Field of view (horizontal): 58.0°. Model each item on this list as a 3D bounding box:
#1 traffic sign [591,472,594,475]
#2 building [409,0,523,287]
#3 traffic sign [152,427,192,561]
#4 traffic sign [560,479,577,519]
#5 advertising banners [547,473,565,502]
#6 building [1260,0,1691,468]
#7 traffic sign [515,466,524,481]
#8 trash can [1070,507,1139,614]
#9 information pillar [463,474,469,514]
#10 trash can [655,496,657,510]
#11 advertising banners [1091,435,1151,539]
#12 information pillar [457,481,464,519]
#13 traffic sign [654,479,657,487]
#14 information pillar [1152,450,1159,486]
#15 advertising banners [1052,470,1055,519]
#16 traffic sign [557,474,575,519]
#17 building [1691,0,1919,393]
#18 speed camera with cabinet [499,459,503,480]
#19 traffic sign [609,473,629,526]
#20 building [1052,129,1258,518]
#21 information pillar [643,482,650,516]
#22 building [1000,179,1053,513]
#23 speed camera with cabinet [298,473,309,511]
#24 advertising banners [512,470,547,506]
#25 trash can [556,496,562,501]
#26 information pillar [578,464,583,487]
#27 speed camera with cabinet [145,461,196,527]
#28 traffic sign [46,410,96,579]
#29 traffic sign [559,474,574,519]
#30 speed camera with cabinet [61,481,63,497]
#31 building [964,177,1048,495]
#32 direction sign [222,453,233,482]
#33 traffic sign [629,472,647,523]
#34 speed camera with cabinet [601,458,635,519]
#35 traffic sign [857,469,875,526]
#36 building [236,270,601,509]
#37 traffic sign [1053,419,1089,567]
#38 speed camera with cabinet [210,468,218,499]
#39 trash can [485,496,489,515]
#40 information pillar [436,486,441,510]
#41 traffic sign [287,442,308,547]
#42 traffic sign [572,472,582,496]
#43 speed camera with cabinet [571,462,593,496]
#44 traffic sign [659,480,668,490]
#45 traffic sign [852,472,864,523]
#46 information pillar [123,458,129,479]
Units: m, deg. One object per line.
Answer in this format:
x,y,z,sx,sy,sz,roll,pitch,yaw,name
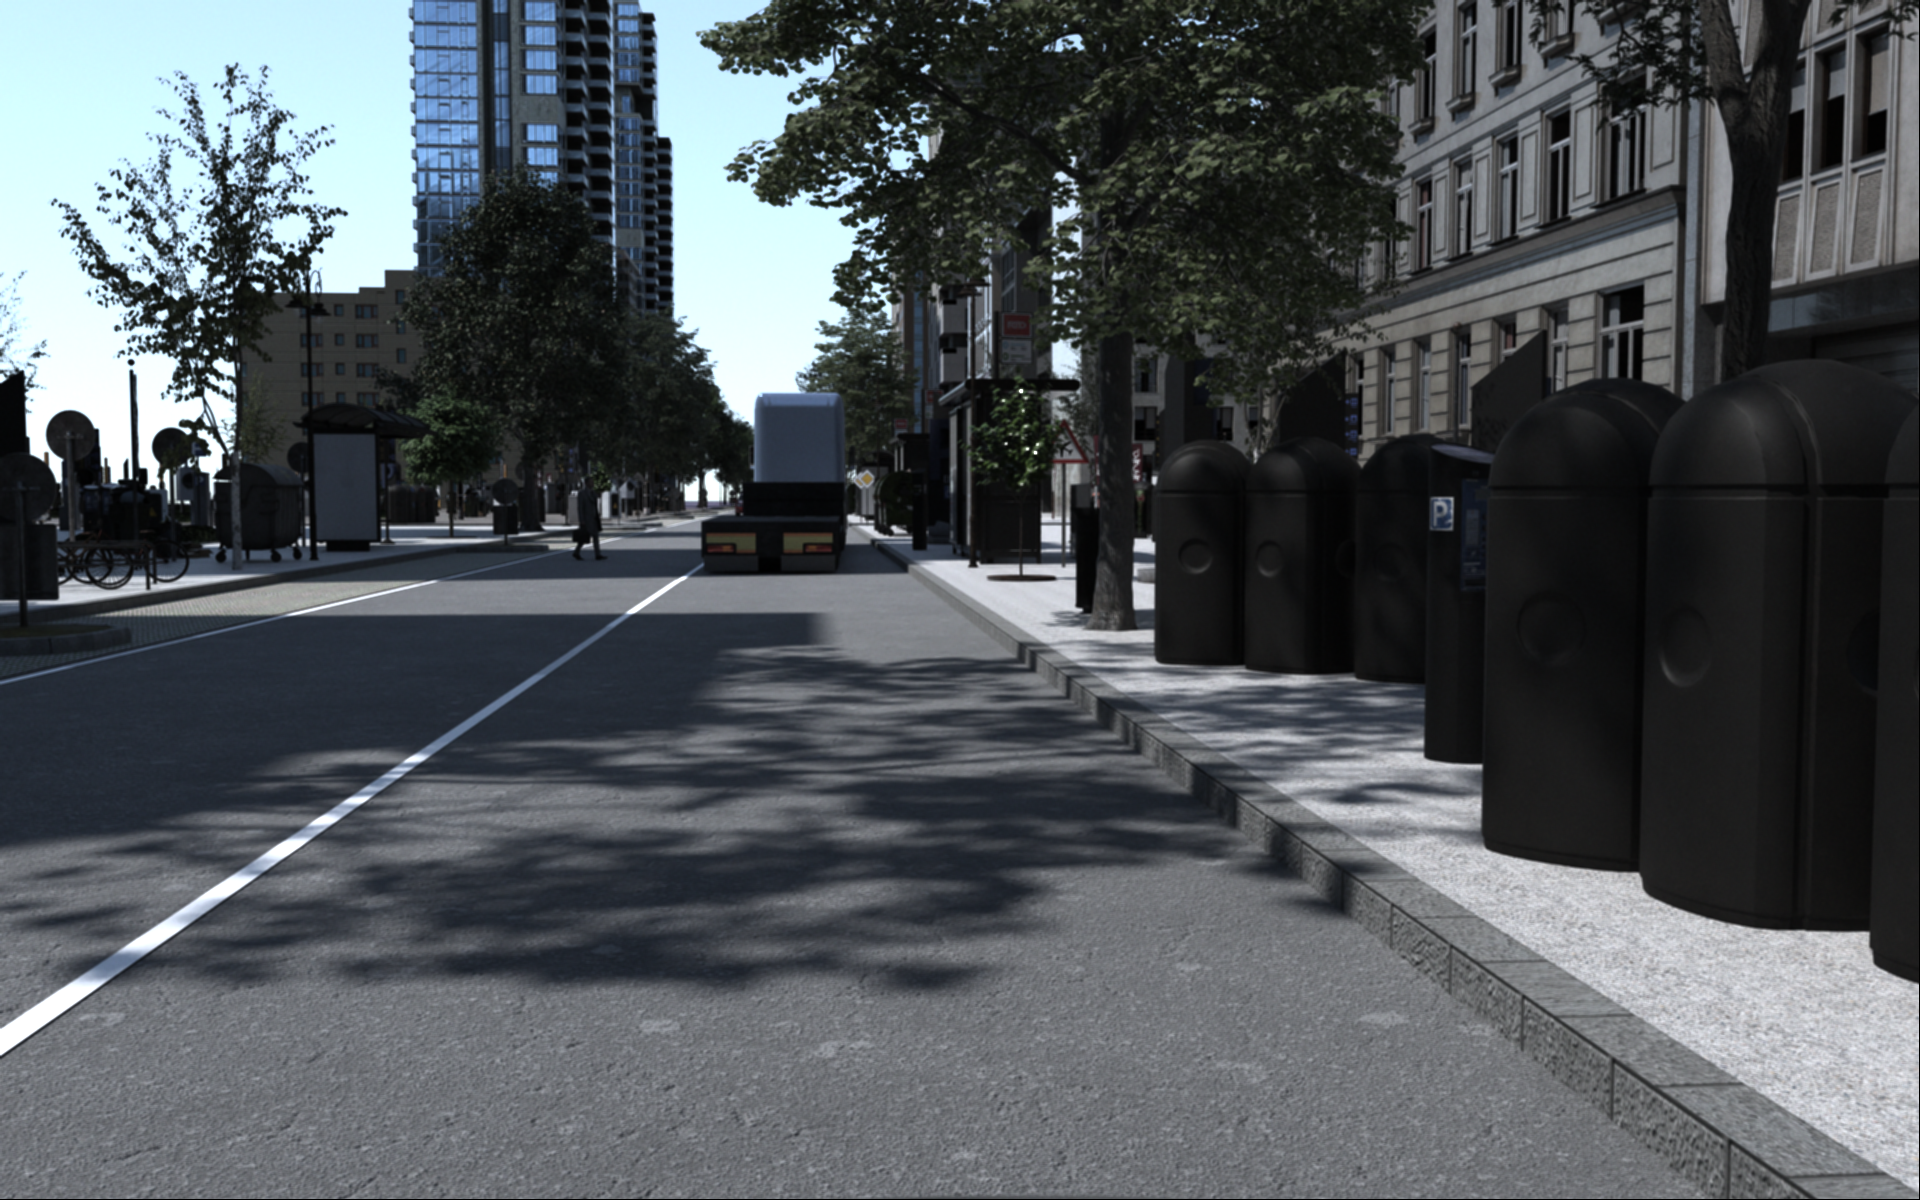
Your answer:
-21.007,-6.052,98.950,0.884,2.594,0.081,0,4,4,traffic sign
-48.866,-53.770,191.814,22.319,86.520,31.000,0,4,-5,building
-15.036,-2.015,33.055,0.768,2.556,0.104,0,4,0,traffic sign
-20.464,-5.536,90.525,0.884,2.594,0.081,0,4,3,traffic sign
-33.284,-8.995,143.258,2.074,3.025,0.090,1,4,15,advertising banners
18.635,-12.950,45.014,16.112,22.955,30.059,0,4,-5,building
-17.017,-4.136,67.728,0.768,2.556,0.104,0,4,2,traffic sign
1.554,-0.430,18.683,0.748,1.137,0.748,0,3,0,trash can
-27.767,-6.468,97.100,0.504,3.616,0.183,-2,4,-33,information pillar
-20.545,-6.344,115.373,0.748,1.137,0.748,0,3,0,trash can
4.685,-3.313,50.354,2.074,3.025,0.090,3,5,43,advertising banners
-25.467,-5.125,88.290,0.304,2.012,0.304,-1,4,-19,information pillar
-24.829,-8.527,139.522,0.768,2.556,0.104,0,4,-1,traffic sign
9.158,-5.459,80.606,0.504,3.616,0.183,3,5,41,information pillar
4.804,-5.675,88.968,0.090,3.025,2.074,0,3,0,advertising banners
-18.133,-4.873,79.684,0.884,2.594,0.081,0,4,3,traffic sign
19.263,-12.344,19.848,12.078,24.808,19.932,0,4,-5,building
-25.690,-6.329,97.808,0.660,3.252,2.038,-1,4,-13,speed camera with cabinet
-13.535,-3.979,68.693,0.795,2.450,0.064,0,4,-5,traffic sign
14.120,-14.666,94.539,16.860,20.320,10.420,0,4,-5,building
-18.572,-6.007,102.705,0.304,2.012,0.304,3,5,43,information pillar
11.305,-18.347,119.042,14.314,24.678,30.058,0,4,-5,building
-34.356,-5.833,89.699,2.038,3.252,0.660,0,4,1,speed camera with cabinet
-26.291,-6.662,105.113,2.074,3.025,0.090,0,4,0,advertising banners
-28.656,-6.827,123.276,0.748,1.137,0.748,0,3,0,trash can
-29.194,-8.685,133.346,0.504,3.616,0.183,2,4,30,information pillar
-26.673,-3.908,58.234,2.038,3.252,0.660,-3,5,-39,speed camera with cabinet
-13.460,-1.597,26.222,0.768,2.556,0.104,0,4,3,traffic sign
-19.851,-5.340,87.407,0.768,2.556,0.104,0,4,1,traffic sign
-60.054,-7.534,117.523,0.660,3.252,2.038,1,4,12,speed camera with cabinet
7.719,-21.892,143.838,13.634,28.700,20.117,0,4,-5,building
-40.849,-6.414,96.870,0.379,3.537,0.876,2,4,31,direction sign
-14.240,-4.465,76.647,0.795,2.450,0.064,0,4,-5,traffic sign
-18.081,-5.951,91.634,0.660,3.252,2.038,2,4,30,speed camera with cabinet
-3.727,-4.030,69.538,0.795,2.450,0.064,0,4,-5,traffic sign
-49.385,-19.486,163.640,27.650,21.520,28.899,0,4,-5,building
1.811,-1.847,30.205,0.884,2.594,0.081,0,4,2,traffic sign
-55.596,-8.197,128.353,0.660,3.252,2.038,3,5,41,speed camera with cabinet
-29.157,-5.761,105.852,0.748,1.137,0.748,0,3,0,trash can
-42.085,-9.075,139.725,0.183,3.616,0.504,-3,5,-44,information pillar
-16.036,-2.578,42.253,0.768,2.556,0.104,0,4,3,traffic sign
-20.420,-5.541,91.787,0.795,2.450,0.064,0,4,-3,traffic sign
-20.473,-6.087,93.852,0.660,3.252,2.038,-2,4,-31,speed camera with cabinet
-25.517,-9.114,149.116,0.768,2.556,0.104,0,4,-1,traffic sign
-4.432,-4.517,77.492,0.795,2.450,0.064,0,4,-5,traffic sign
-53.763,-7.363,111.735,0.183,3.616,0.504,0,4,4,information pillar
